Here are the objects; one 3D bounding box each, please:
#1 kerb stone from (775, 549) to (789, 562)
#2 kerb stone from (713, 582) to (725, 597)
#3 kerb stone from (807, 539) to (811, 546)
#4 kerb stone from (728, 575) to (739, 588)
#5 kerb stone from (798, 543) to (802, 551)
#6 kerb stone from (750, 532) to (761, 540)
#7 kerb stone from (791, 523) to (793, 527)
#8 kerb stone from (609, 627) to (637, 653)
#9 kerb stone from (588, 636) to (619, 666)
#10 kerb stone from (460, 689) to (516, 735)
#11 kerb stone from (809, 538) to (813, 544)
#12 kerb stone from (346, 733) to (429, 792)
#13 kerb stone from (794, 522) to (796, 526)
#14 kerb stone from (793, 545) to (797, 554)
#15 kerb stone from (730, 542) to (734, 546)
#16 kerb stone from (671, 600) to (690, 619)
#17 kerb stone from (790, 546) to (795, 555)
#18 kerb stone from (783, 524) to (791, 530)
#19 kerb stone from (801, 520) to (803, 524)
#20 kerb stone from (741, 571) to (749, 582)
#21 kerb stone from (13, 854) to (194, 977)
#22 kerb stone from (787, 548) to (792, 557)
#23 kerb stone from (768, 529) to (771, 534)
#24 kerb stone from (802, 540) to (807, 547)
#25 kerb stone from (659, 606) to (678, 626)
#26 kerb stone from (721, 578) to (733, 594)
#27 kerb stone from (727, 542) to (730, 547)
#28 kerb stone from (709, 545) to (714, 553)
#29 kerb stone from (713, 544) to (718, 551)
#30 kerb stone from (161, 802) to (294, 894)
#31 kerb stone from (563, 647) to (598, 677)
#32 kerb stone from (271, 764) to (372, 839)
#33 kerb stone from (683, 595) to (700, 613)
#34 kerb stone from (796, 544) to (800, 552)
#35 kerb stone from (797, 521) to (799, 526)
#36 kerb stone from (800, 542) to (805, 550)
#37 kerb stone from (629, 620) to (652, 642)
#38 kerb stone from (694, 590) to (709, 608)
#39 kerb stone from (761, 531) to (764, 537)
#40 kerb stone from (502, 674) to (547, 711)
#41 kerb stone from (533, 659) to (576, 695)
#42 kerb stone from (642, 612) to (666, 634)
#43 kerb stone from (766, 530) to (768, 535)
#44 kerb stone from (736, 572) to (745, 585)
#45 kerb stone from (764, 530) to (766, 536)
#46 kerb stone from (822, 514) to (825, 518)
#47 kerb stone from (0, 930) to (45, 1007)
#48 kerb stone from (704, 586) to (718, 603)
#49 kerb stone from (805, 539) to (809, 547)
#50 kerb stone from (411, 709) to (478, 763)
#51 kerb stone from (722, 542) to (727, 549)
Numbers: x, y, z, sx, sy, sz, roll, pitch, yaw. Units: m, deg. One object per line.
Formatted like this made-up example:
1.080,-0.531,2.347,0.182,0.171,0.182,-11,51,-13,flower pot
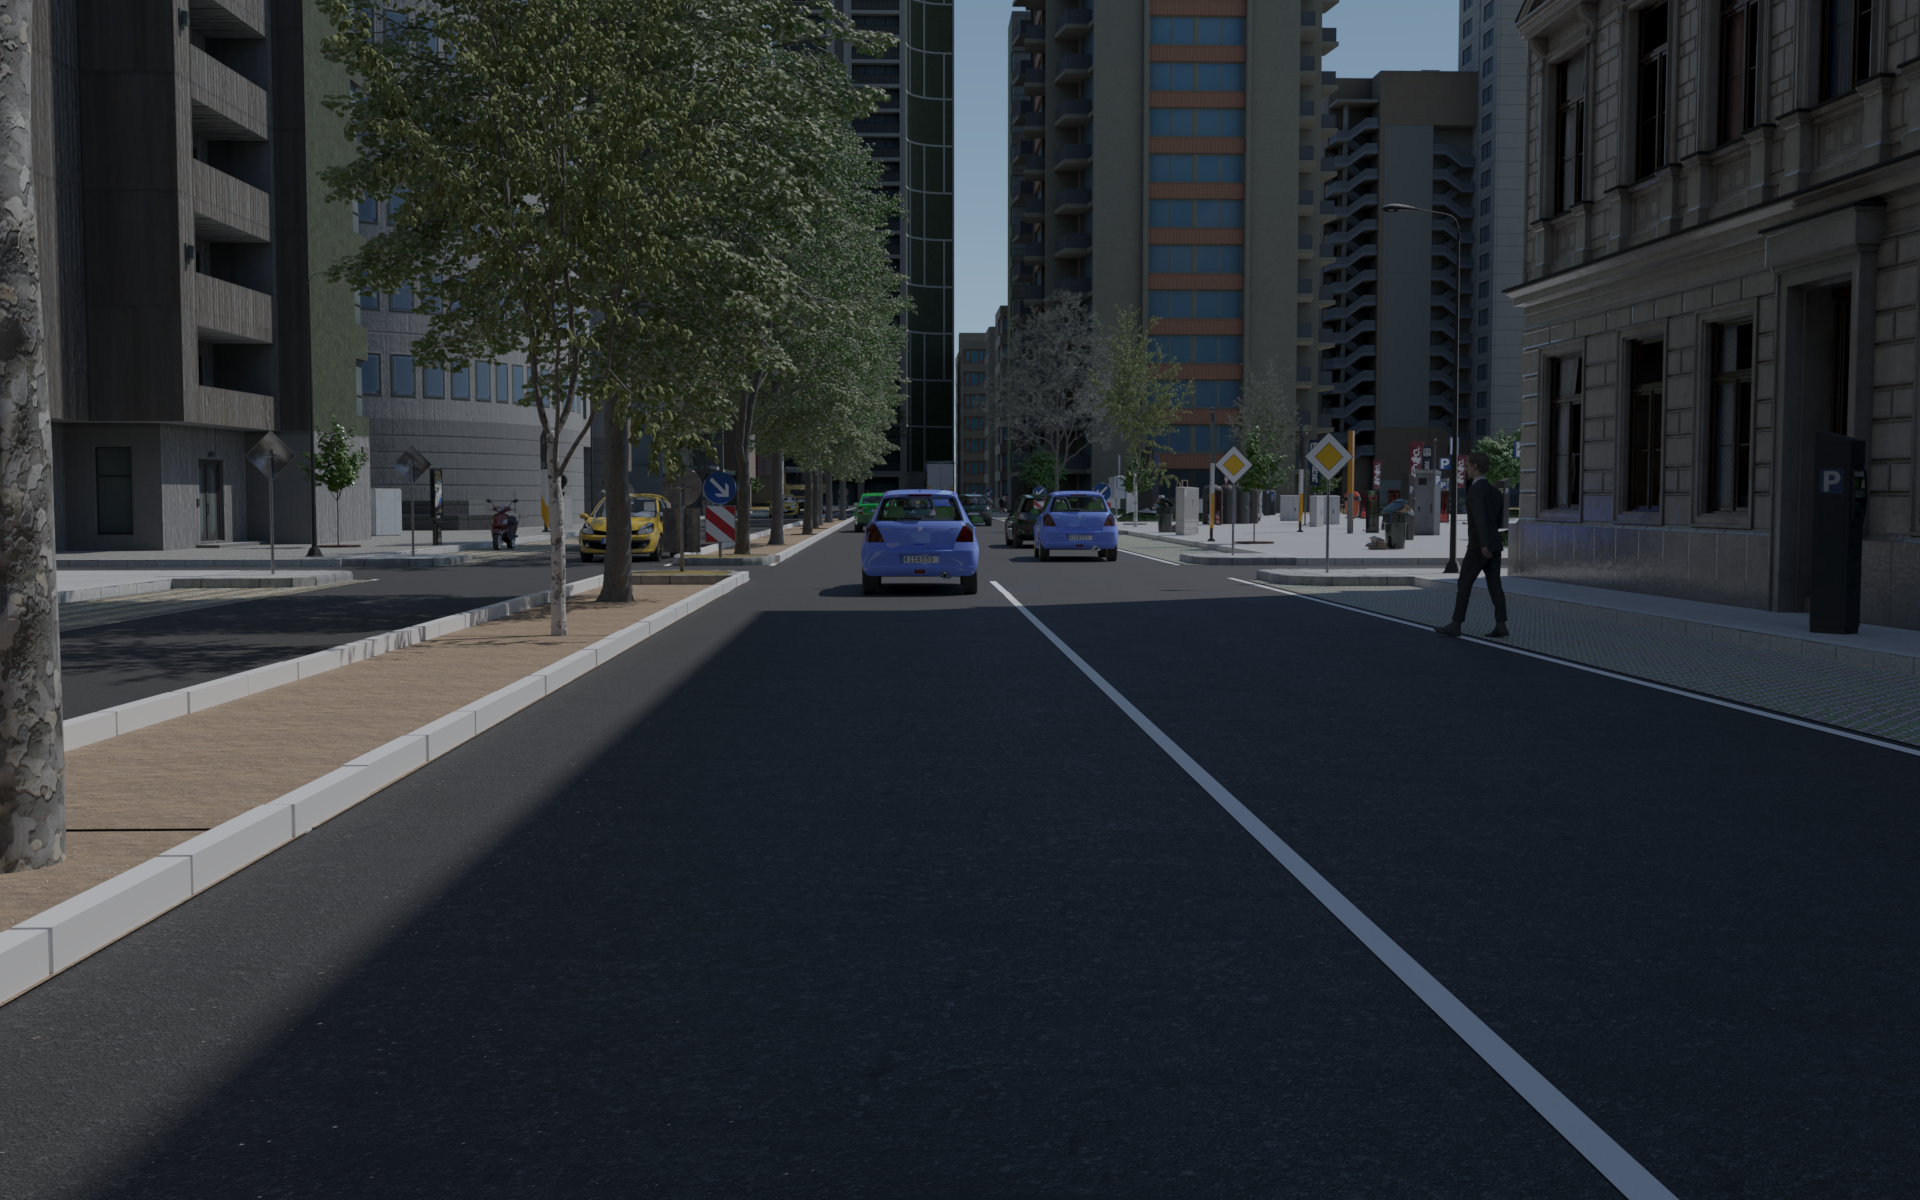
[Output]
-3.897,-0.963,37.940,0.120,0.150,1.000,0,4,-2,kerb stone
-3.410,-0.112,24.090,0.120,0.150,1.000,0,4,-2,kerb stone
-4.219,-1.528,47.174,0.120,0.150,1.000,0,4,-2,kerb stone
-3.484,-0.241,26.133,0.120,0.150,1.000,0,4,-2,kerb stone
-4.076,-1.274,43.068,0.120,0.150,1.000,0,4,-2,kerb stone
-6.637,-2.077,56.276,0.120,0.150,1.000,0,4,-2,kerb stone
-7.212,-3.087,72.665,0.120,0.150,1.000,0,4,-2,kerb stone
-3.127,0.386,15.887,0.120,0.150,1.000,0,4,-2,kerb stone
-3.085,0.451,14.857,0.120,0.150,1.000,0,4,-2,kerb stone
-2.942,0.700,10.752,0.120,0.150,1.000,0,4,-2,kerb stone
-4.248,-1.591,48.200,0.120,0.150,1.000,0,4,-2,kerb stone
-2.881,0.825,8.706,0.120,0.150,1.000,0,4,-2,kerb stone
-7.286,-3.212,74.709,0.120,0.150,1.000,0,4,-2,kerb stone
-4.004,-1.151,41.022,0.120,0.150,1.000,0,4,-2,kerb stone
-6.308,-1.517,47.080,0.120,0.150,1.000,0,4,-2,kerb stone
-3.272,0.134,20.001,0.120,0.150,1.000,0,4,-2,kerb stone
-3.960,-1.089,40.001,0.120,0.150,1.000,0,4,-2,kerb stone
-7.175,-3.024,71.644,0.120,0.150,1.000,0,4,-2,kerb stone
-7.459,-3.526,79.838,0.120,0.150,1.000,0,4,-2,kerb stone
-3.544,-0.367,28.193,0.120,0.150,1.000,0,4,-2,kerb stone
-2.768,1.015,5.634,0.120,0.150,1.000,0,4,-2,kerb stone
-3.925,-1.026,38.972,0.120,0.150,1.000,0,4,-2,kerb stone
-6.781,-2.336,60.388,0.120,0.150,1.000,0,4,-2,kerb stone
-4.142,-1.402,45.116,0.120,0.150,1.000,0,4,-2,kerb stone
-3.238,0.200,18.980,0.120,0.150,1.000,0,4,-2,kerb stone
-3.442,-0.178,25.112,0.120,0.150,1.000,0,4,-2,kerb stone
-6.286,-1.455,46.052,0.120,0.150,1.000,0,4,-2,kerb stone
-6.133,-1.206,41.966,0.120,0.150,1.000,0,4,-2,kerb stone
-6.173,-1.272,42.987,0.120,0.150,1.000,0,4,-2,kerb stone
-2.806,0.950,6.657,0.120,0.150,1.000,0,4,-2,kerb stone
-3.056,0.518,13.828,0.120,0.150,1.000,0,4,-2,kerb stone
-2.836,0.892,7.685,0.120,0.150,1.000,0,4,-2,kerb stone
-3.304,0.072,21.023,0.120,0.150,1.000,0,4,-2,kerb stone
-4.032,-1.211,42.044,0.120,0.150,1.000,0,4,-2,kerb stone
-7.354,-3.338,76.770,0.120,0.150,1.000,0,4,-2,kerb stone
-4.111,-1.336,44.090,0.120,0.150,1.000,0,4,-2,kerb stone
-3.168,0.331,16.913,0.120,0.150,1.000,0,4,-2,kerb stone
-3.340,0.009,22.047,0.120,0.150,1.000,0,4,-2,kerb stone
-6.680,-2.147,57.302,0.120,0.150,1.000,0,4,-2,kerb stone
-2.986,0.644,11.778,0.120,0.150,1.000,0,4,-2,kerb stone
-3.014,0.580,12.800,0.120,0.150,1.000,0,4,-2,kerb stone
-3.199,0.260,17.945,0.120,0.150,1.000,0,4,-2,kerb stone
-6.749,-2.273,59.358,0.120,0.150,1.000,0,4,-2,kerb stone
-3.514,-0.300,27.163,0.120,0.150,1.000,0,4,-2,kerb stone
-6.713,-2.205,58.330,0.120,0.150,1.000,0,4,-2,kerb stone
-8.500,-5.345,109.582,0.120,0.150,1.000,0,4,-2,kerb stone
-2.734,1.078,4.613,0.120,0.150,1.000,0,4,-2,kerb stone
-3.375,-0.053,23.069,0.120,0.150,1.000,0,4,-2,kerb stone
-4.182,-1.465,46.147,0.120,0.150,1.000,0,4,-2,kerb stone
-2.908,0.763,9.727,0.120,0.150,1.000,0,4,-2,kerb stone
-6.241,-1.393,45.031,0.120,0.150,1.000,0,4,-2,kerb stone
